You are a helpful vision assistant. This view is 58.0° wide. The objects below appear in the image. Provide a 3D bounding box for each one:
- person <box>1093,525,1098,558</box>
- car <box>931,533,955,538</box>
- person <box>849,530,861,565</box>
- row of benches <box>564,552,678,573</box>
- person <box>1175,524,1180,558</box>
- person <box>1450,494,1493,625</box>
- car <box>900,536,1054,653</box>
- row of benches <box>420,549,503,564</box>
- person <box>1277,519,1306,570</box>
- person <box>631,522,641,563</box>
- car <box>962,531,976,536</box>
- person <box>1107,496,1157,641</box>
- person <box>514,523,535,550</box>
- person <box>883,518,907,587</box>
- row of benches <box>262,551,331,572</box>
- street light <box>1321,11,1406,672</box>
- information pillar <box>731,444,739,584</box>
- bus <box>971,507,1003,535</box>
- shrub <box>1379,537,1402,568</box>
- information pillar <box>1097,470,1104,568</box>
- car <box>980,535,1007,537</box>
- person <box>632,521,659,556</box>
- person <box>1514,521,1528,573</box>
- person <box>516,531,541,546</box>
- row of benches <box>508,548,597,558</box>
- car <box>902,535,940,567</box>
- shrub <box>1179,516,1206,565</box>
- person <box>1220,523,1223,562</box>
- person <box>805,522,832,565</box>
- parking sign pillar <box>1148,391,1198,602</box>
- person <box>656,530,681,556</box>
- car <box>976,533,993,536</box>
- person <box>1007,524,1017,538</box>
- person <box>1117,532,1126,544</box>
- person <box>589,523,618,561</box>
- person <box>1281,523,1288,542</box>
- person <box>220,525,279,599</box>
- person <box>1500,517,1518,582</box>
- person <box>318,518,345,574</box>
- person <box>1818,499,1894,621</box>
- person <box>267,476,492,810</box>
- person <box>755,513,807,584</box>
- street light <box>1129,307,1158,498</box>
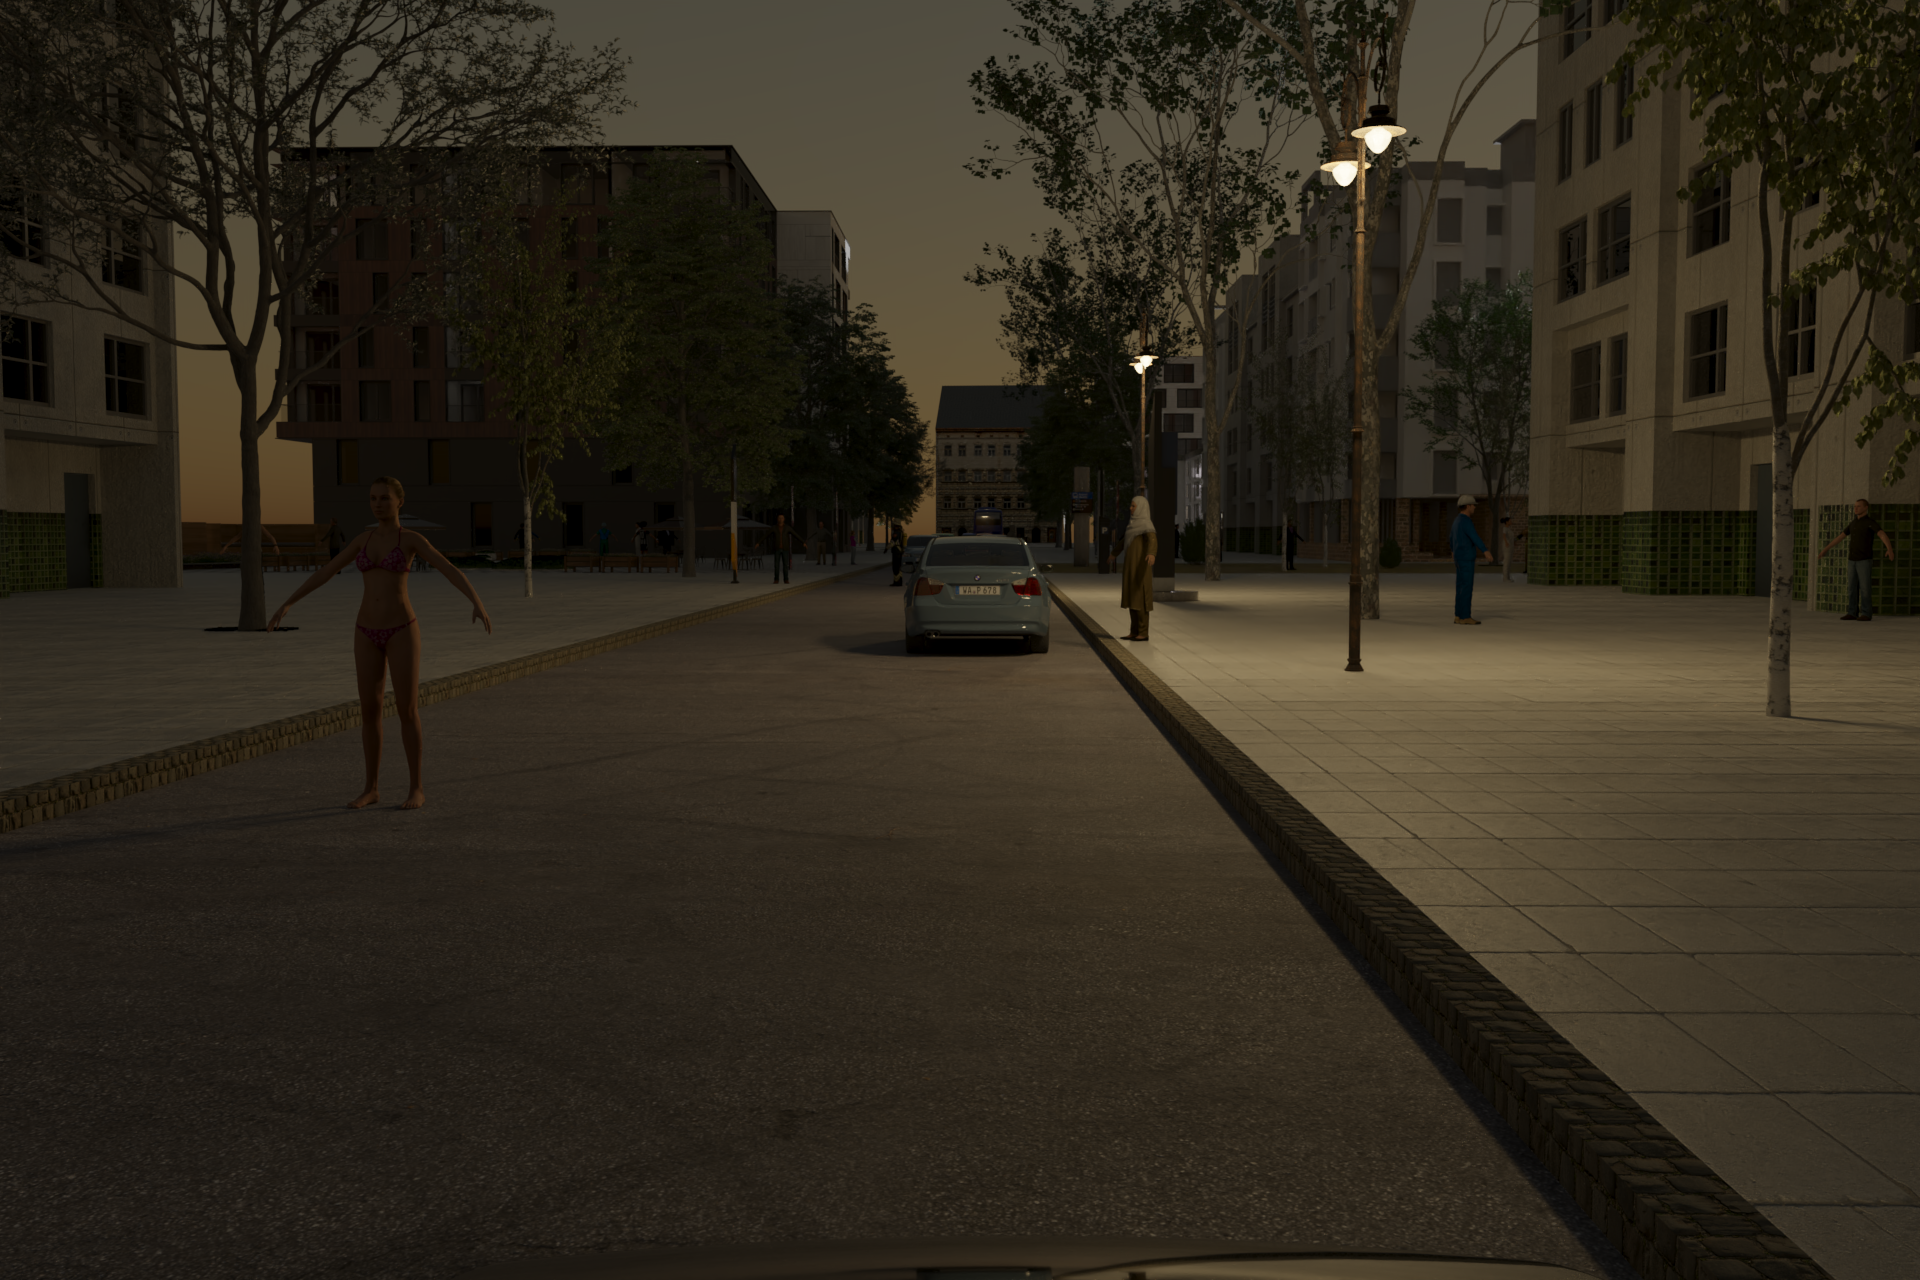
[{"bbox_3d":[7.336,-5.231,91.488,0.705,1.833,1.349,-1,4,-15],"label":"person"},{"bbox_3d":[-0.961,-5.282,95.154,1.959,1.807,4.718,0,4,1],"label":"car"},{"bbox_3d":[-4.388,-3.843,72.093,0.599,1.433,0.991,-2,4,-30],"label":"person"},{"bbox_3d":[-11.397,-2.588,57.782,4.104,0.672,1.422,1,4,19],"label":"row of benches"},{"bbox_3d":[11.438,-5.213,91.167,0.705,1.837,1.347,-1,4,-12],"label":"person"},{"bbox_3d":[7.223,-1.149,24.664,0.705,1.842,1.347,0,4,-5],"label":"person"},{"bbox_3d":[0.217,-0.617,22.085,2.014,1.417,4.499,0,4,0],"label":"car"},{"bbox_3d":[-20.937,-3.488,72.491,4.104,0.672,1.422,2,4,26],"label":"row of benches"},{"bbox_3d":[11.761,-3.392,61.678,1.346,1.802,0.704,-2,4,-33],"label":"person"},{"bbox_3d":[-14.368,-4.346,77.246,0.705,1.806,1.347,-2,4,-29],"label":"person"},{"bbox_3d":[0.800,-8.540,149.222,1.945,1.707,3.694,0,4,1],"label":"car"},{"bbox_3d":[2.064,-0.858,20.798,0.721,1.736,1.217,-1,4,-19],"label":"person"},{"bbox_3d":[-21.265,-4.779,84.321,1.347,1.806,0.705,2,4,31],"label":"person"},{"bbox_3d":[-1.745,-2.395,47.394,0.705,1.856,1.354,1,4,19],"label":"person"},{"bbox_3d":[-23.028,-2.711,59.790,1.422,0.672,4.104,1,4,19],"label":"row of benches"},{"bbox_3d":[3.691,-2.645,16.038,0.468,5.910,1.993,0,4,1],"label":"street light"},{"bbox_3d":[-5.845,-3.269,44.803,0.183,3.616,0.504,0,4,0],"label":"information pillar"},{"bbox_3d":[2.489,-10.154,157.562,2.896,3.916,12.251,0,3,0],"label":"bus"},{"bbox_3d":[16.063,-3.277,64.694,1.383,1.207,1.383,0,3,0],"label":"shrub"},{"bbox_3d":[5.233,-4.471,64.411,0.184,3.620,1.656,0,4,2],"label":"information pillar"},{"bbox_3d":[1.415,-3.706,72.593,2.014,1.417,4.499,0,4,2],"label":"car"},{"bbox_3d":[-13.341,-4.101,73.191,1.345,1.843,0.704,2,4,25],"label":"person"},{"bbox_3d":[18.610,-3.101,56.462,1.354,1.858,0.705,0,4,-6],"label":"person"},{"bbox_3d":[-21.582,-4.902,86.614,1.216,1.772,0.721,0,4,-8],"label":"person"},{"bbox_3d":[-17.633,-3.654,75.201,4.104,0.672,1.422,1,4,15],"label":"row of benches"},{"bbox_3d":[-1.417,-3.463,68.625,2.014,1.417,4.499,0,4,1],"label":"car"},{"bbox_3d":[9.809,-4.131,71.580,1.661,2.075,1.752,0,3,0],"label":"shrub"},{"bbox_3d":[11.874,-4.484,79.440,0.705,1.813,1.348,0,4,-5],"label":"person"},{"bbox_3d":[-5.773,-4.024,72.060,1.348,1.796,0.705,1,4,12],"label":"person"},{"bbox_3d":[3.889,-2.749,33.412,1.447,3.967,1.447,0,4,1],"label":"parking sign pillar"},{"bbox_3d":[-11.882,-3.898,70.453,0.721,1.740,1.216,3,5,45],"label":"person"},{"bbox_3d":[1.935,-7.747,135.702,2.155,1.783,4.494,0,3,0],"label":"car"},{"bbox_3d":[2.086,-3.655,68.338,0.705,1.813,1.348,-2,4,-24],"label":"person"},{"bbox_3d":[6.023,-3.260,59.442,1.346,1.812,0.704,1,4,15],"label":"person"},{"bbox_3d":[-16.877,-4.647,82.098,1.347,1.817,0.704,-1,4,-20],"label":"person"},{"bbox_3d":[15.080,-4.513,79.636,0.705,1.847,1.347,2,4,30],"label":"person"},{"bbox_3d":[-12.737,-1.486,31.100,1.217,1.737,0.721,1,4,16],"label":"person"},{"bbox_3d":[14.647,-2.402,46.052,0.721,1.739,1.217,2,4,29],"label":"person"},{"bbox_3d":[-19.942,-2.996,55.160,0.705,1.807,1.348,1,4,15],"label":"person"},{"bbox_3d":[13.305,-1.188,25.635,0.705,1.803,1.348,-1,4,-18],"label":"person"},{"bbox_3d":[-3.019,0.013,9.042,1.217,1.733,0.721,0,4,7],"label":"person"},{"bbox_3d":[-4.618,-2.364,44.715,1.348,1.821,0.705,0,4,-6],"label":"person"},{"bbox_3d":[3.742,-3.831,35.429,0.468,5.910,1.993,0,4,1],"label":"street light"}]
